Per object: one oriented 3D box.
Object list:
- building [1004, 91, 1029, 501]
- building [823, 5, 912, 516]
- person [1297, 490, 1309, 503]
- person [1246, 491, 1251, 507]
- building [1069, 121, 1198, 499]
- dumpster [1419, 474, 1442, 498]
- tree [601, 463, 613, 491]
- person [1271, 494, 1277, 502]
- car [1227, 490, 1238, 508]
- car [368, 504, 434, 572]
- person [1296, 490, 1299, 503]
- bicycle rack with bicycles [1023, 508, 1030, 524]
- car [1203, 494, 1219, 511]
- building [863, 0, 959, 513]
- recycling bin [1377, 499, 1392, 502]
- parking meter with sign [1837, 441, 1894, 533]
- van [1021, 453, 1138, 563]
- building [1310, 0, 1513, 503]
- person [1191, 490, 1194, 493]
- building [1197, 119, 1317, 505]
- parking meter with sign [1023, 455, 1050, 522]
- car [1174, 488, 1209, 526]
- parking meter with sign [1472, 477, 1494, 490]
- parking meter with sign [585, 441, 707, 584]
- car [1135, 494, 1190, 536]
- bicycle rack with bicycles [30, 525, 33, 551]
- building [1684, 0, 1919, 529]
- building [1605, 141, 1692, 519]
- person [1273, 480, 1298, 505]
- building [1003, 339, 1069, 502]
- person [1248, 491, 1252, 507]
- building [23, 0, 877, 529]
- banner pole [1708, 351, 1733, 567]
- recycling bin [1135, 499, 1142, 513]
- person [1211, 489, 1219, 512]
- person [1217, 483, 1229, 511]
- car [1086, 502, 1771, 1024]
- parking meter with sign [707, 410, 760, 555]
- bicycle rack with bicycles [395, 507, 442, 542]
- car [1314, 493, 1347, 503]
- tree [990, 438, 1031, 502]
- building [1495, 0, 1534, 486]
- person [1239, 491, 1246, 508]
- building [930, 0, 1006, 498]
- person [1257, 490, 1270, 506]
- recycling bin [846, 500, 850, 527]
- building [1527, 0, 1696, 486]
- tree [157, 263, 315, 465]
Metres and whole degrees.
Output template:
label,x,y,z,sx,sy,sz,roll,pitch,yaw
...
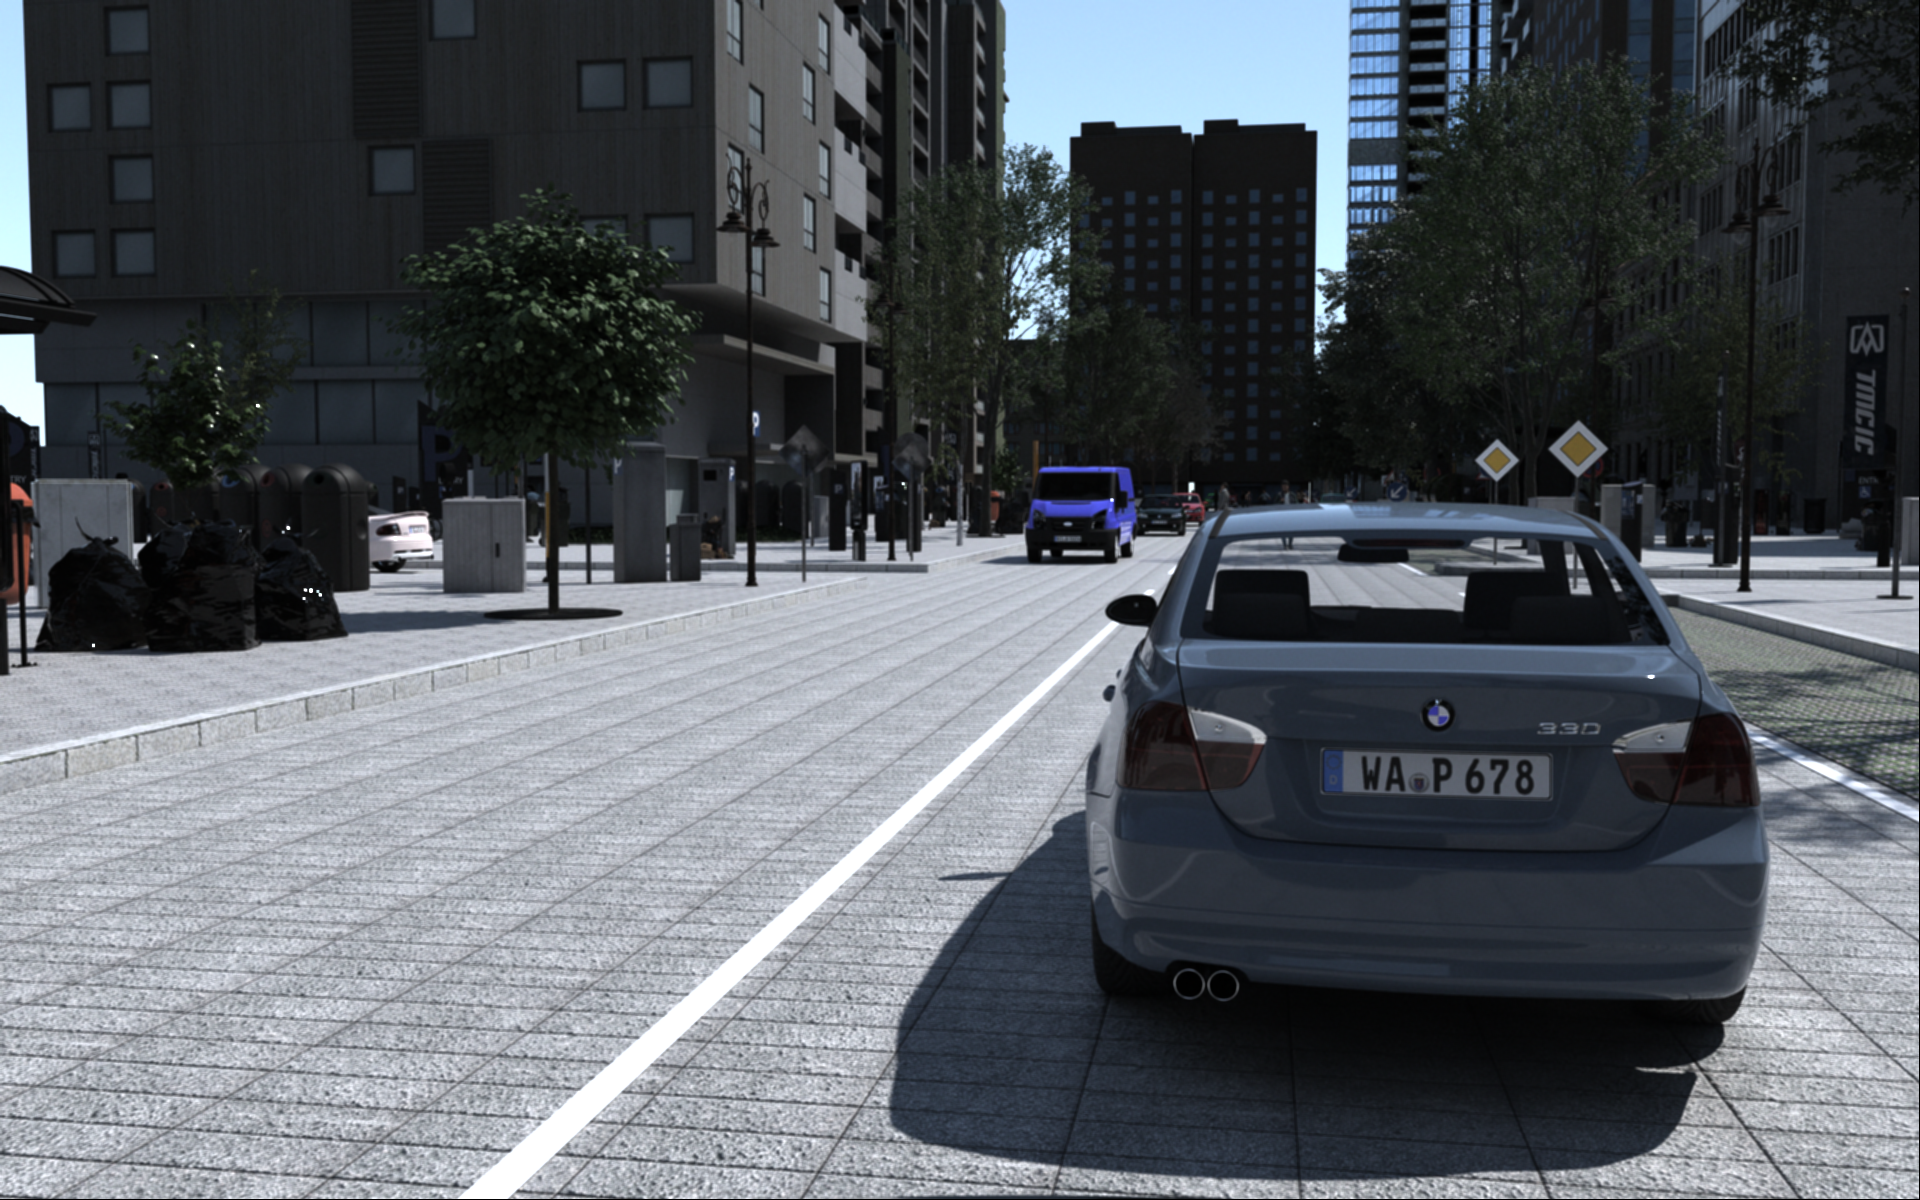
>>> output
label,x,y,z,sx,sy,sz,roll,pitch,yaw
building,-9.099,-31.017,161.748,28.867,44.769,22.147,1,4,10
building,-11.098,-20.307,103.726,14.160,30.474,14.107,1,4,10
person,30.580,-8.961,155.023,1.348,1.823,0.705,2,4,29
person,25.433,-8.785,152.861,0.721,1.735,1.217,2,4,28
building,21.122,-34.303,210.956,14.200,45.320,14.600,1,4,10
dumpster,21.995,-4.727,79.776,1.502,2.255,1.985,1,4,10
tree,-11.560,-3.960,59.348,1.663,3.219,1.824,0,3,0
person,27.593,-8.515,150.983,1.065,1.426,0.557,0,4,-3
car,27.689,-10.448,179.498,2.281,1.827,5.304,1,4,12
car,-12.016,-1.168,31.467,4.827,1.381,2.083,1,4,11
person,32.559,-9.697,167.053,0.705,1.823,1.348,1,4,9
bicycle rack with bicycles,3.151,-3.673,73.434,2.852,0.926,2.925,-2,4,-28
car,21.649,-8.440,146.795,1.959,1.807,4.718,1,4,11
building,-10.792,-41.716,120.307,20.563,71.187,20.611,1,4,10
recycling bin,20.690,-4.370,84.000,0.722,1.027,0.722,2,4,33
parking meter with sign,29.629,-3.687,56.538,1.738,3.016,0.543,1,4,23
van,2.684,-2.040,37.744,2.240,2.365,5.245,1,4,11
building,58.268,-54.721,207.362,31.000,86.520,22.319,1,4,10
person,18.201,-7.677,134.708,0.721,1.739,1.217,1,4,18
building,35.525,-34.226,209.699,14.200,45.320,14.600,1,4,10
parking meter with sign,3.195,-5.019,78.322,1.738,3.016,0.543,0,4,8
car,10.159,-4.239,78.344,2.155,1.783,4.494,1,4,9
parking meter with sign,23.664,-5.076,79.247,1.738,3.016,0.543,-1,4,-15
parking meter with sign,-4.618,-1.761,25.056,1.738,3.016,0.543,-3,4,-36
car,7.023,-3.103,60.513,2.009,1.686,4.222,1,4,8
bicycle rack with bicycles,-21.046,-1.560,38.888,2.852,0.926,2.925,0,4,-4
building,38.640,-15.469,70.936,12.078,24.808,19.932,1,4,10
building,41.737,-15.604,91.276,11.583,22.565,21.152,1,4,10
person,8.299,-2.153,44.046,0.623,1.781,0.721,-1,4,-13
building,0.865,-23.090,222.566,28.899,21.520,27.650,1,4,10
person,26.713,-9.209,159.989,0.530,1.710,0.541,-1,4,-13
building,-19.526,-29.682,74.537,28.713,52.752,27.495,1,4,10
banner pole,13.439,-2.483,30.609,0.401,3.779,0.863,1,4,12
recycling bin,10.008,-5.197,97.525,0.722,1.027,0.722,0,4,8
person,20.303,-7.899,137.670,0.705,1.821,1.348,-1,4,-15
person,8.593,-2.945,56.839,0.473,1.802,0.592,3,5,43
car,1.469,0.362,6.092,2.014,1.417,4.499,1,4,10
parking meter with sign,-5.112,-2.457,36.430,1.738,3.016,0.543,1,4,14
bicycle rack with bicycles,-15.153,-2.015,46.325,2.852,0.926,2.925,3,5,40
car,20.326,-5.235,94.388,1.959,1.807,4.718,1,4,10
tree,1.676,-3.977,59.628,1.663,3.219,1.824,0,3,0
building,57.973,-32.192,145.953,23.786,49.044,30.456,1,4,10
person,24.128,-8.485,148.050,0.721,1.723,1.217,-1,4,-16
building,-4.315,-27.822,138.476,14.154,41.232,14.086,1,4,10
person,27.644,-9.105,157.359,1.348,1.826,0.705,3,5,42
recycling bin,-4.419,-3.436,68.733,0.722,1.027,0.722,0,4,7
building,49.354,-29.037,124.870,14.600,45.320,14.200,1,4,10
tree,-22.571,-6.372,54.537,4.737,8.622,4.395,0,3,0
